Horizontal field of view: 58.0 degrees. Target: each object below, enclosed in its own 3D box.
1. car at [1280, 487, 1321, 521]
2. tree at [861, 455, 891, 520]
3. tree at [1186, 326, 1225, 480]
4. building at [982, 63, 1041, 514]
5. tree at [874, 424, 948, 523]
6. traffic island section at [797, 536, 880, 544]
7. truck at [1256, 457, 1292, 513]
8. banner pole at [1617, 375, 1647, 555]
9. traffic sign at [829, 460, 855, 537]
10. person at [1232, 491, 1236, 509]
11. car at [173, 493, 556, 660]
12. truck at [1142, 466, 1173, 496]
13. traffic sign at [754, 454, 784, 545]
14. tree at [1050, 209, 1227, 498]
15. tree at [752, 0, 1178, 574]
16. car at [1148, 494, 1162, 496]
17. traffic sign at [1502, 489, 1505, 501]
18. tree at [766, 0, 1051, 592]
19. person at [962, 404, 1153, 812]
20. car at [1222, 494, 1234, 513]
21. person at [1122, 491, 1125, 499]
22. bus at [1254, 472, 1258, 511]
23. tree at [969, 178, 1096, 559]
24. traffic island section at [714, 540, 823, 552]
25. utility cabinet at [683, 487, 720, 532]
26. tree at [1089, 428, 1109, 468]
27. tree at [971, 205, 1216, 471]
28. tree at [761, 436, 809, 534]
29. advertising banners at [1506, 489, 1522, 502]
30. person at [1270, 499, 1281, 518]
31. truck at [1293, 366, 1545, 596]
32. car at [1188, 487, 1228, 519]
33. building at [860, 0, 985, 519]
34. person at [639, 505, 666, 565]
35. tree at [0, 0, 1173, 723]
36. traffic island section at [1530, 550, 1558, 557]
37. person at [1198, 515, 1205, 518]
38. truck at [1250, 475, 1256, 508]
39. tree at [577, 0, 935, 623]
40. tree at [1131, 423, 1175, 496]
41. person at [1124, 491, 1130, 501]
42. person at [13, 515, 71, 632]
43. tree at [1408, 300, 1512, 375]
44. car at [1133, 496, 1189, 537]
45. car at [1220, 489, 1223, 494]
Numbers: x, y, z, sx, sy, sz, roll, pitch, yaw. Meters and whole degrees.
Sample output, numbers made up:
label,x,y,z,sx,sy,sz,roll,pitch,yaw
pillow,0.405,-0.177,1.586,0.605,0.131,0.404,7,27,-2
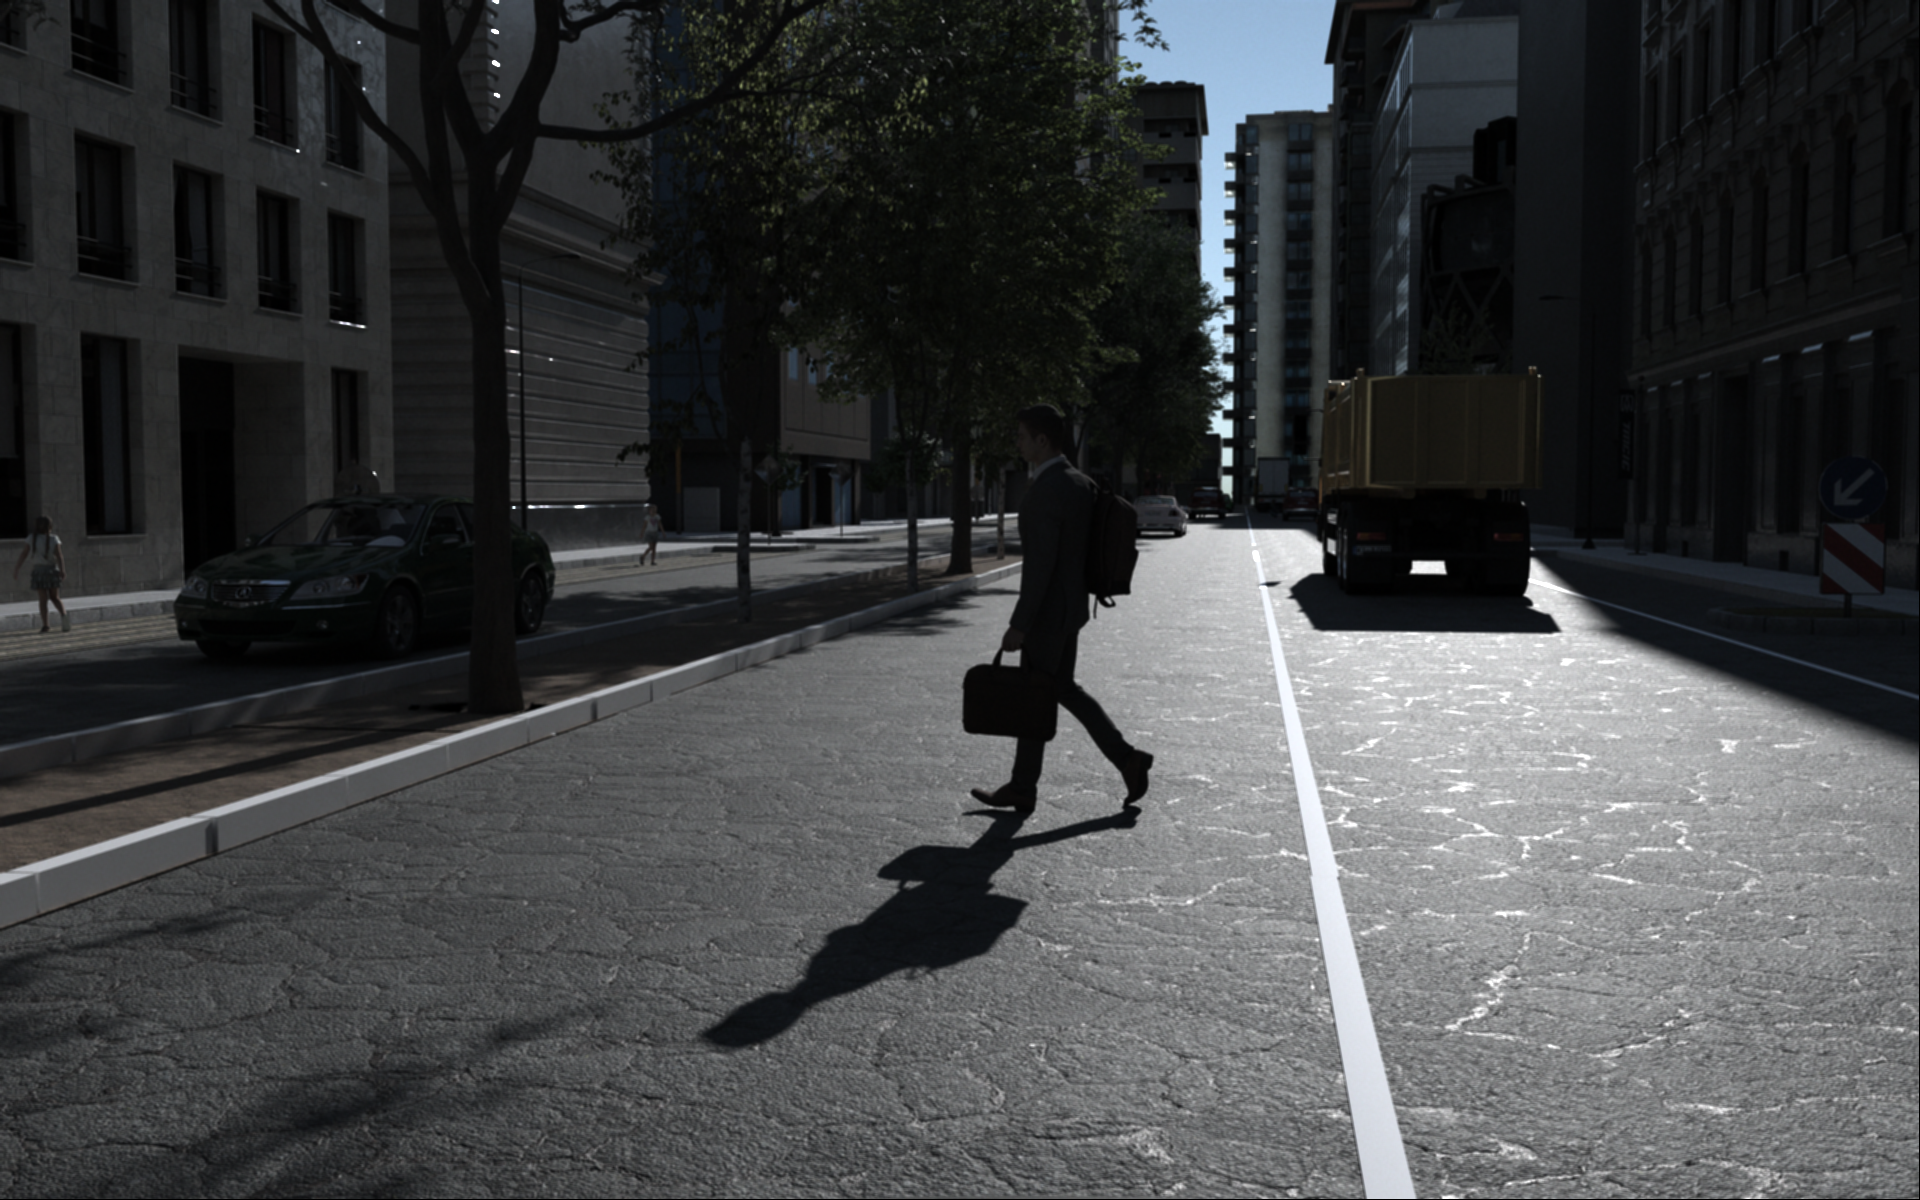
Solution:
label,x,y,z,sx,sy,sz,roll,pitch,yaw
car,18.410,-5.173,93.257,2.281,1.827,5.304,1,4,10
tree,-4.211,-5.603,86.202,1.663,3.219,1.824,0,3,0
tree,10.373,-10.594,93.804,7.486,12.596,7.792,0,3,0
building,-2.619,-21.058,116.001,14.160,30.474,14.107,1,4,9
tree,-2.230,-5.773,78.109,4.285,4.588,4.351,0,3,0
traffic island section,-3.553,-1.795,51.633,2.009,0.180,2.903,1,4,9
truck,24.803,-9.049,136.863,2.839,4.237,11.283,1,4,10
banner pole,14.123,-2.839,36.441,0.863,3.779,0.401,-2,4,-27
traffic sign,-3.529,-2.931,51.567,0.795,2.450,0.064,1,4,9
person,26.370,-9.601,166.196,0.721,1.743,1.217,1,4,15
car,-5.496,-0.292,16.577,2.131,1.459,4.920,1,4,10
truck,20.077,-11.413,175.516,2.839,4.237,11.283,1,4,9
traffic sign,-4.816,-2.449,43.686,0.795,2.450,0.064,1,4,9
tree,5.817,-8.212,62.478,9.928,11.665,9.643,0,3,0
tree,-0.021,-6.769,31.250,7.486,12.596,7.792,0,3,0
car,17.566,-8.933,155.837,2.009,1.686,4.222,1,4,8
traffic sign,12.792,-2.273,40.800,0.795,2.450,0.064,1,4,9
tree,-0.688,-4.396,24.686,4.737,8.622,4.395,0,3,0
person,0.449,0.042,7.770,0.822,1.834,0.622,1,4,10
car,19.906,-7.546,132.181,1.959,1.807,4.718,1,4,11
person,14.789,-9.004,156.452,0.721,1.736,1.217,0,4,-5
bus,27.188,-9.787,151.559,2.896,3.916,12.252,1,4,10
tree,0.912,-5.196,37.776,4.360,8.622,3.978,0,3,0
traffic island section,-4.841,-1.313,43.752,2.009,0.180,2.903,1,4,9
utility cabinet,-8.625,-3.009,57.875,1.173,1.500,0.318,1,4,11
tree,13.729,-13.973,178.819,4.737,8.622,4.395,0,3,0
tree,3.760,-7.157,53.881,8.767,10.594,7.601,1,4,9
tree,-5.920,-3.719,55.412,1.663,3.219,1.824,0,3,0
advertising banners,15.515,-3.185,48.269,0.090,3.025,2.074,0,4,4
person,19.238,-5.590,105.390,0.738,1.151,1.012,3,4,38
truck,7.299,-1.971,28.156,3.469,3.379,9.791,1,4,9
car,14.248,-5.573,99.793,2.281,1.827,5.304,1,4,10
building,-6.614,-25.100,93.976,14.154,41.232,14.086,1,4,9
person,-6.171,-1.302,34.799,0.505,1.210,0.382,-3,4,-39
tree,-3.041,-5.993,10.809,12.009,13.543,11.850,0,3,0
traffic island section,12.816,-1.137,40.873,2.009,0.180,2.903,1,4,9
person,14.710,-5.902,105.205,0.606,1.804,0.583,-2,4,-29
truck,31.134,-10.985,175.530,3.469,3.379,9.791,1,4,9
tree,-2.374,-4.062,19.228,4.360,8.622,3.978,0,3,0
tree,11.573,-9.066,101.055,4.360,8.622,3.978,0,3,0
person,16.855,-10.129,174.833,0.721,1.735,1.217,-1,4,-18
person,-9.440,-0.262,17.800,0.505,1.210,0.382,-2,4,-30
tree,19.360,-7.126,66.879,4.737,8.622,4.395,0,3,0
car,6.727,-2.858,59.093,2.083,1.381,4.827,1,4,10
car,20.267,-7.954,138.721,2.281,1.827,5.304,1,4,8
